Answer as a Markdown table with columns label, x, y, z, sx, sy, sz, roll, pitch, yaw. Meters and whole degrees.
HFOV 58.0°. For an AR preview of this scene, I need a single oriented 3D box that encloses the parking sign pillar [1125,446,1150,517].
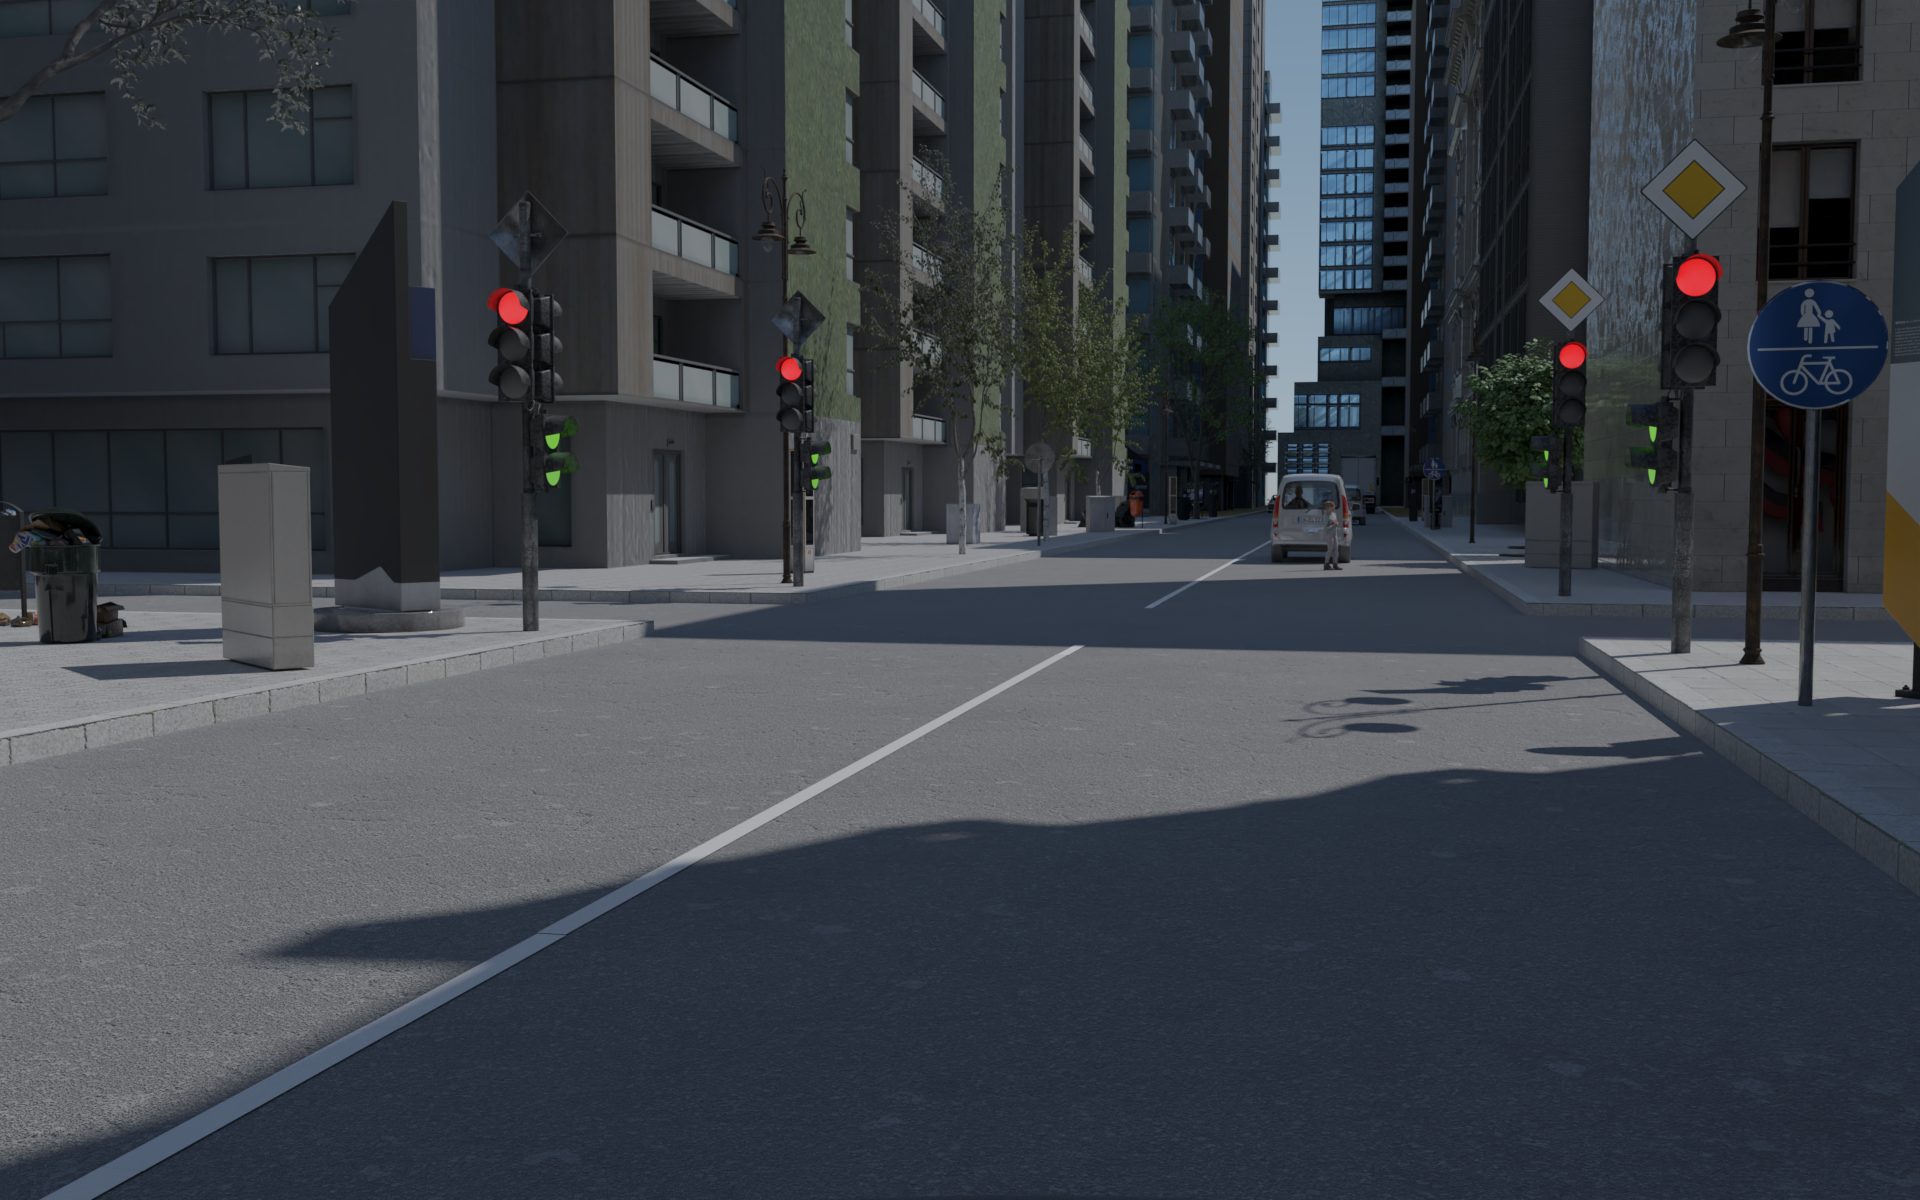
| label | x | y | z | sx | sy | sz | roll | pitch | yaw |
| --- | --- | --- | --- | --- | --- | --- | --- | --- | --- |
| parking sign pillar | 9.885 | -6.611 | 96.570 | 1.447 | 3.967 | 1.447 | -1 | 4 | -15 |

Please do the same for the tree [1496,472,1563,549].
| label | x | y | z | sx | sy | sz | roll | pitch | yaw |
| --- | --- | --- | --- | --- | --- | --- | --- | --- | --- |
| tree | 13.528 | -2.815 | 40.621 | 1.663 | 3.219 | 1.824 | 0 | 3 | 0 |

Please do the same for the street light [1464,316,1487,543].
| label | x | y | z | sx | sy | sz | roll | pitch | yaw |
| --- | --- | --- | --- | --- | --- | --- | --- | --- | --- |
| street light | 13.405 | -4.426 | 45.158 | 0.468 | 5.910 | 1.993 | 1 | 4 | 13 |

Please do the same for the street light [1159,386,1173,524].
| label | x | y | z | sx | sy | sz | roll | pitch | yaw |
| --- | --- | --- | --- | --- | --- | --- | --- | --- | --- |
| street light | 8.836 | -6.202 | 74.191 | 0.468 | 5.910 | 1.993 | 1 | 4 | 13 |

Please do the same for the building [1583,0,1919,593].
| label | x | y | z | sx | sy | sz | roll | pitch | yaw |
| --- | --- | --- | --- | --- | --- | --- | --- | --- | --- |
| building | 18.854 | -10.435 | 25.361 | 16.860 | 20.320 | 10.420 | 1 | 4 | 13 |

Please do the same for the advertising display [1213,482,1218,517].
| label | x | y | z | sx | sy | sz | roll | pitch | yaw |
| --- | --- | --- | --- | --- | --- | --- | --- | --- | --- |
| advertising display | 14.208 | -5.571 | 96.299 | 0.123 | 1.923 | 0.974 | 0 | 4 | -1 |

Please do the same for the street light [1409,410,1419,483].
| label | x | y | z | sx | sy | sz | roll | pitch | yaw |
| --- | --- | --- | --- | --- | --- | --- | --- | --- | --- |
| street light | 24.624 | -7.420 | 94.103 | 0.468 | 5.910 | 1.993 | 1 | 4 | 13 |

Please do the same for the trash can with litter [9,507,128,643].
| label | x | y | z | sx | sy | sz | roll | pitch | yaw |
| --- | --- | --- | --- | --- | --- | --- | --- | --- | --- |
| trash can with litter | -7.787 | -0.233 | 15.203 | 0.624 | 1.170 | 1.055 | 0 | 4 | -4 |

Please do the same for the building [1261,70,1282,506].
| label | x | y | z | sx | sy | sz | roll | pitch | yaw |
| --- | --- | --- | --- | --- | --- | --- | --- | --- | --- |
| building | 20.351 | -35.119 | 193.800 | 30.456 | 49.044 | 23.786 | 1 | 4 | 13 |

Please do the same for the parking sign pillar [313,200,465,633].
| label | x | y | z | sx | sy | sz | roll | pitch | yaw |
| --- | --- | --- | --- | --- | --- | --- | --- | --- | --- |
| parking sign pillar | -5.515 | -1.718 | 16.557 | 1.447 | 3.967 | 1.447 | 3 | 5 | 43 |

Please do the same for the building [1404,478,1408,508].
| label | x | y | z | sx | sy | sz | roll | pitch | yaw |
| --- | --- | --- | --- | --- | --- | --- | --- | --- | --- |
| building | 48.238 | -29.074 | 158.956 | 14.154 | 41.232 | 14.086 | 1 | 4 | 13 |

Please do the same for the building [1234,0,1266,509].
| label | x | y | z | sx | sy | sz | roll | pitch | yaw |
| --- | --- | --- | --- | --- | --- | --- | --- | --- | --- |
| building | 17.488 | -44.234 | 161.472 | 20.611 | 71.187 | 20.563 | 1 | 4 | 13 |

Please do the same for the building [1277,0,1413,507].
| label | x | y | z | sx | sy | sz | roll | pitch | yaw |
| --- | --- | --- | --- | --- | --- | --- | --- | --- | --- |
| building | 50.689 | -53.392 | 185.623 | 31.000 | 86.520 | 22.319 | 1 | 4 | 13 |

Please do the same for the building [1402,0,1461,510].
| label | x | y | z | sx | sy | sz | roll | pitch | yaw |
| --- | --- | --- | --- | --- | --- | --- | --- | --- | --- |
| building | 44.834 | -30.276 | 145.127 | 14.600 | 45.320 | 14.200 | 1 | 4 | 13 |

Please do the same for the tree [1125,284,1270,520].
| label | x | y | z | sx | sy | sz | roll | pitch | yaw |
| --- | --- | --- | --- | --- | --- | --- | --- | --- | --- |
| tree | 11.854 | -9.891 | 87.471 | 9.928 | 11.665 | 9.643 | 0 | 3 | 0 |

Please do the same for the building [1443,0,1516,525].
| label | x | y | z | sx | sy | sz | roll | pitch | yaw |
| --- | --- | --- | --- | --- | --- | --- | --- | --- | --- |
| building | 30.275 | -17.988 | 81.495 | 14.401 | 28.519 | 23.554 | 1 | 4 | 13 |

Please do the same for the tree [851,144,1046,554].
| label | x | y | z | sx | sy | sz | roll | pitch | yaw |
| --- | --- | --- | --- | --- | --- | --- | --- | --- | --- |
| tree | -0.040 | -5.262 | 36.391 | 4.360 | 8.622 | 3.978 | 0 | 3 | 0 |

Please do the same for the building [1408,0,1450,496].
| label | x | y | z | sx | sy | sz | roll | pitch | yaw |
| --- | --- | --- | --- | --- | --- | --- | --- | --- | --- |
| building | 44.510 | -30.741 | 122.227 | 23.786 | 49.044 | 30.456 | 1 | 4 | 13 |

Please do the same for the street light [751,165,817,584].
| label | x | y | z | sx | sy | sz | roll | pitch | yaw |
| --- | --- | --- | --- | --- | --- | --- | --- | --- | --- |
| street light | -2.490 | -3.178 | 24.741 | 0.468 | 5.910 | 1.993 | 1 | 4 | 13 |

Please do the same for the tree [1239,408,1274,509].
| label | x | y | z | sx | sy | sz | roll | pitch | yaw |
| --- | --- | --- | --- | --- | --- | --- | --- | --- | --- |
| tree | 24.585 | -11.934 | 145.482 | 4.360 | 8.622 | 3.978 | 0 | 3 | 0 |

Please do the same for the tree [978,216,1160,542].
| label | x | y | z | sx | sy | sz | roll | pitch | yaw |
| --- | --- | --- | --- | --- | --- | --- | --- | --- | --- |
| tree | 2.536 | -5.869 | 46.322 | 4.737 | 8.622 | 4.395 | 0 | 3 | 0 |

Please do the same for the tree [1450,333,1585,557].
| label | x | y | z | sx | sy | sz | roll | pitch | yaw |
| --- | --- | --- | --- | --- | --- | --- | --- | --- | --- |
| tree | 11.789 | -3.174 | 35.606 | 4.285 | 4.588 | 4.351 | 0 | 3 | 0 |

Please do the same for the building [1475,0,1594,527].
| label | x | y | z | sx | sy | sz | roll | pitch | yaw |
| --- | --- | --- | --- | --- | --- | --- | --- | --- | --- |
| building | 25.334 | -16.144 | 57.455 | 14.314 | 27.812 | 24.014 | 1 | 4 | 13 |

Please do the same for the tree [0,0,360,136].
| label | x | y | z | sx | sy | sz | roll | pitch | yaw |
| --- | --- | --- | --- | --- | --- | --- | --- | --- | --- |
| tree | -6.135 | -6.058 | 9.427 | 12.009 | 13.543 | 11.850 | 0 | 3 | 0 |

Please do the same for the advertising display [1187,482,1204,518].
| label | x | y | z | sx | sy | sz | roll | pitch | yaw |
| --- | --- | --- | --- | --- | --- | --- | --- | --- | --- |
| advertising display | 12.809 | -5.450 | 94.322 | 0.974 | 1.923 | 0.123 | 2 | 4 | 30 |

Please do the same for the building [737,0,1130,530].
| label | x | y | z | sx | sy | sz | roll | pitch | yaw |
| --- | --- | --- | --- | --- | --- | --- | --- | --- | --- |
| building | -0.464 | -23.970 | 75.512 | 14.154 | 41.232 | 14.086 | 1 | 4 | 13 |

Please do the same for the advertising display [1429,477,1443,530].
| label | x | y | z | sx | sy | sz | roll | pitch | yaw |
| --- | --- | --- | --- | --- | --- | --- | --- | --- | --- |
| advertising display | 17.205 | -3.511 | 62.615 | 0.123 | 1.923 | 0.974 | 2 | 4 | 35 |

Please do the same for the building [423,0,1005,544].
| label | x | y | z | sx | sy | sz | roll | pitch | yaw |
| --- | --- | --- | --- | --- | --- | --- | --- | --- | --- |
| building | -6.780 | -22.676 | 54.340 | 14.154 | 41.232 | 14.086 | 1 | 4 | 13 |

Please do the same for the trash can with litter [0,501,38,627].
| label | x | y | z | sx | sy | sz | roll | pitch | yaw |
| --- | --- | --- | --- | --- | --- | --- | --- | --- | --- |
| trash can with litter | -9.772 | -0.369 | 17.095 | 2.233 | 1.210 | 1.678 | 0 | 4 | 7 |

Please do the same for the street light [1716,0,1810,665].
| label | x | y | z | sx | sy | sz | roll | pitch | yaw |
| --- | --- | --- | --- | --- | --- | --- | --- | --- | --- |
| street light | 5.986 | -2.454 | 12.909 | 0.468 | 5.910 | 1.993 | 1 | 4 | 13 |

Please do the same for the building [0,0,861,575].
| label | x | y | z | sx | sy | sz | roll | pitch | yaw |
| --- | --- | --- | --- | --- | --- | --- | --- | --- | --- |
| building | -10.591 | -21.346 | 32.597 | 14.154 | 41.232 | 14.086 | 1 | 4 | 13 |

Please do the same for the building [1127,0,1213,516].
| label | x | y | z | sx | sy | sz | roll | pitch | yaw |
| --- | --- | --- | --- | --- | --- | --- | --- | --- | --- |
| building | 4.744 | -30.259 | 114.337 | 23.786 | 49.044 | 30.456 | 1 | 4 | 13 |

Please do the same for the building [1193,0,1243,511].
| label | x | y | z | sx | sy | sz | roll | pitch | yaw |
| --- | --- | --- | --- | --- | --- | --- | --- | --- | --- |
| building | 14.582 | -29.698 | 135.679 | 14.600 | 45.320 | 14.200 | 1 | 4 | 13 |
